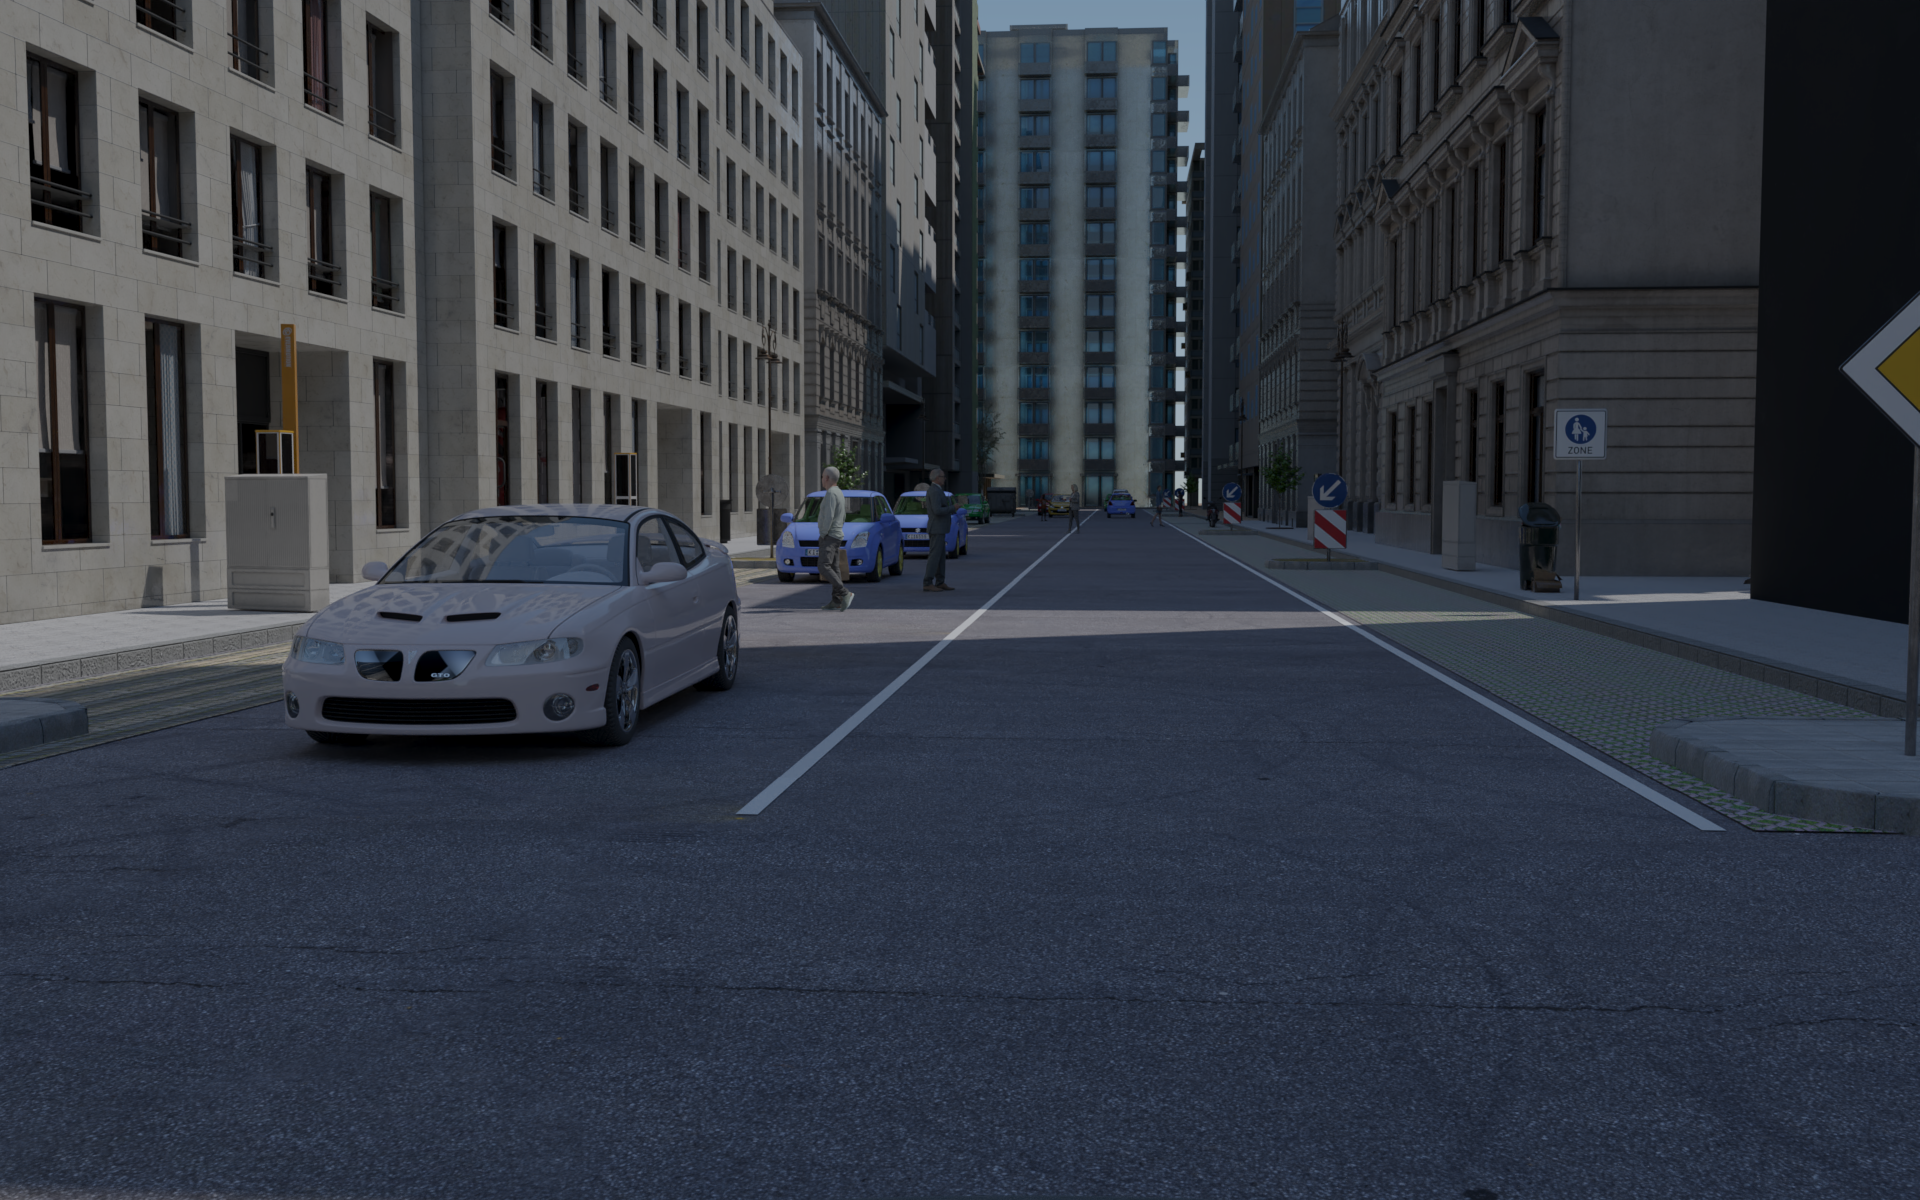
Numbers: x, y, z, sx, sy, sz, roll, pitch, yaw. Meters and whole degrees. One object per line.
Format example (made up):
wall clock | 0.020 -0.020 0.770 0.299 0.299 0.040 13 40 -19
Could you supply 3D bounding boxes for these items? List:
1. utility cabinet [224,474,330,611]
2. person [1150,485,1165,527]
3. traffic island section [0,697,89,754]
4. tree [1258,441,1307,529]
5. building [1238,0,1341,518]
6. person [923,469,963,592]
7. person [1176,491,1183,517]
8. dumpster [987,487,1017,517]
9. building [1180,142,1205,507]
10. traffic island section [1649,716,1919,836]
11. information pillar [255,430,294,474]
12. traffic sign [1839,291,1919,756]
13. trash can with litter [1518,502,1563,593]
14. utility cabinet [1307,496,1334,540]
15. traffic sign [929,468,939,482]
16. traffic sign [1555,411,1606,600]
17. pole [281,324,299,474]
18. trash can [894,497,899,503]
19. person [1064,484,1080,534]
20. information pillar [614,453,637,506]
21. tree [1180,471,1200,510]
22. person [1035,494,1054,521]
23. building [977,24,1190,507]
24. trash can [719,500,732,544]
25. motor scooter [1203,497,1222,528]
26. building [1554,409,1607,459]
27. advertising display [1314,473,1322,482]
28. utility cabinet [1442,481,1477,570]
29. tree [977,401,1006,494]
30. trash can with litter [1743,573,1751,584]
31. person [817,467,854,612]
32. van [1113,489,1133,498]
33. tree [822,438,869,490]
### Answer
utility cabinet | -7.471 -0.626 18.921 1.173 1.500 0.318 1 4 23
person | 8.733 -4.155 76.453 0.654 1.822 0.581 1 4 21
traffic island section | -6.261 0.782 9.498 2.009 0.180 2.903 0 4 5
tree | 11.902 -4.223 63.652 1.663 3.219 1.824 0 3 0
building | 22.206 -26.934 90.484 14.600 45.320 14.200 0 4 5
person | -0.257 -1.032 25.545 0.590 1.801 0.661 0 4 -7
person | 13.629 -5.958 107.378 0.415 1.643 0.593 0 4 5
dumpster | 2.556 -6.006 106.406 1.865 1.857 1.264 0 4 6
building | 35.612 -29.957 181.684 23.993 40.220 32.217 0 4 5
traffic island section | 4.686 0.842 8.513 2.009 0.180 2.903 0 4 5
information pillar | -7.927 -0.954 20.090 0.304 2.012 0.304 1 4 9
traffic sign | 4.661 -0.293 8.438 0.795 2.450 0.064 0 4 5
trash can with litter | 7.753 -0.704 22.898 0.624 1.170 1.055 0 4 4
utility cabinet | 9.965 -2.244 47.854 0.306 1.237 1.020 -1 4 -15
traffic sign | -1.174 -5.174 84.706 0.768 2.556 0.104 1 4 14
traffic sign | 7.449 -1.146 20.865 0.606 2.300 0.079 0 4 8
pole | -8.061 -1.654 20.881 0.158 3.312 0.155 0 3 0
trash can | -2.804 -4.390 83.423 0.748 1.137 0.748 0 3 0
person | 4.110 -3.309 62.790 0.526 1.800 0.537 -1 4 -22
information pillar | -5.970 -1.619 30.962 0.304 2.012 0.304 1 4 13
tree | 19.014 -9.117 143.661 1.663 3.219 1.824 0 3 0
person | 4.448 -4.891 91.735 1.065 1.426 0.557 -1 4 -23
building | 8.120 -34.253 179.651 30.456 49.044 23.786 0 4 5
trash can | -6.276 -2.044 45.072 0.748 1.137 0.748 0 3 0
motor scooter | 10.842 -3.765 74.335 0.815 1.314 1.986 0 4 5
building | 56.884 -22.978 147.398 14.107 30.474 14.160 0 4 5
advertising display | 11.205 -3.003 54.315 0.123 1.923 0.974 0 4 4
utility cabinet | 8.418 -1.254 29.183 0.318 1.500 1.173 0 4 3
tree | 1.510 -11.241 134.145 4.360 8.622 3.978 0 3 0
trash can with litter | 10.908 -0.707 22.948 0.624 1.170 1.055 -2 4 -29
person | -1.528 -0.760 21.417 0.515 1.767 0.782 0 4 6
van | 14.249 -8.944 153.250 2.013 2.044 4.112 0 4 7
tree | -3.907 -3.969 59.496 1.663 3.219 1.824 0 3 0
